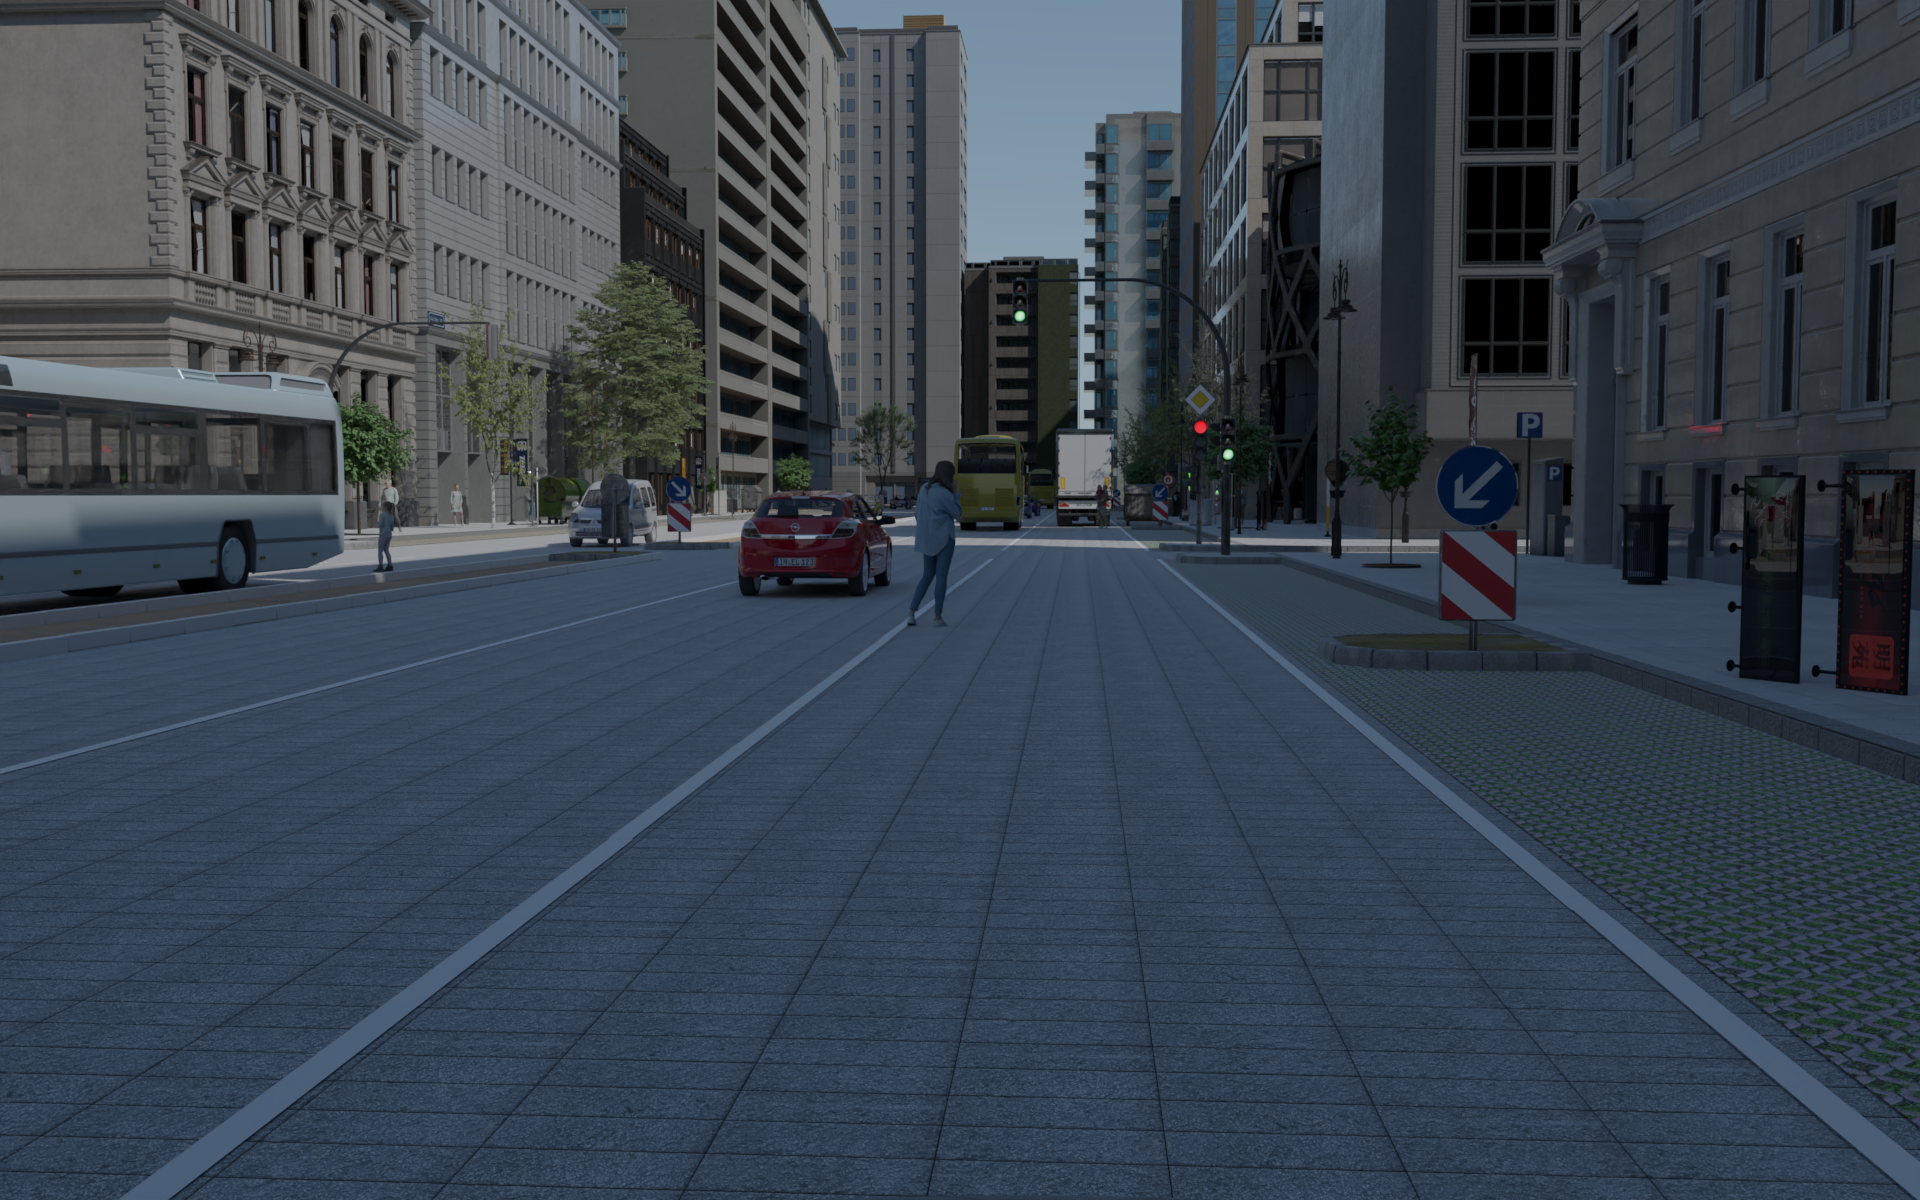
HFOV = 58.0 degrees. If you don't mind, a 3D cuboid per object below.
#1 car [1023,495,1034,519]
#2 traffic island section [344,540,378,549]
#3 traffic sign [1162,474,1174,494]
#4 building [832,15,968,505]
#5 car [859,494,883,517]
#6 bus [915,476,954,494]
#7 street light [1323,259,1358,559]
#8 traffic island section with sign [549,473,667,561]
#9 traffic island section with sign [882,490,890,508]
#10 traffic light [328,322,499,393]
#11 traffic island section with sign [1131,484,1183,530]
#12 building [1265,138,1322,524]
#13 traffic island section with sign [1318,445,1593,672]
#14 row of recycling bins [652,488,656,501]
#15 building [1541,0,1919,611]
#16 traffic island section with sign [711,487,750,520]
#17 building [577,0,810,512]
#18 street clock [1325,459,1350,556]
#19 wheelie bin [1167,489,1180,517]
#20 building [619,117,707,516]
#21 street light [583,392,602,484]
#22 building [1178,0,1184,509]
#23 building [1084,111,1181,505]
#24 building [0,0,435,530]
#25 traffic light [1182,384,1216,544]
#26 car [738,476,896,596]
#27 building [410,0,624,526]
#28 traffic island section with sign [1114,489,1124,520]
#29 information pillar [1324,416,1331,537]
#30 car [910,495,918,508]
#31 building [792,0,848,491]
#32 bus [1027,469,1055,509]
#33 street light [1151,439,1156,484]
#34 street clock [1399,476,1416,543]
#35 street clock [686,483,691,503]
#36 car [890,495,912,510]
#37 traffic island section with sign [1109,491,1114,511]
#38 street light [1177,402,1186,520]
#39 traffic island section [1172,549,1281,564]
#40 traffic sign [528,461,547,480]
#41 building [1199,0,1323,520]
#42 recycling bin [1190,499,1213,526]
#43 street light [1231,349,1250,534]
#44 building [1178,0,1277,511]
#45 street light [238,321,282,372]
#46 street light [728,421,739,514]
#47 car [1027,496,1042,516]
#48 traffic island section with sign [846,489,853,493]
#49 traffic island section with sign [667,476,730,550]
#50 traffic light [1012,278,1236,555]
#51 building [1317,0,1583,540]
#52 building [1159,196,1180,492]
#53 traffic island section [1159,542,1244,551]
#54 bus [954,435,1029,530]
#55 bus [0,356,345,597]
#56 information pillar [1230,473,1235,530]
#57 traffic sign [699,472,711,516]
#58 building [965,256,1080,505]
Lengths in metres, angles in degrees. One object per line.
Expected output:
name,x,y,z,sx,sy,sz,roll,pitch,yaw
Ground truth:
car,3.362,-5.542,102.607,2.014,1.417,4.499,0,4,4
traffic island section,-16.727,-1.456,46.081,2.009,0.180,2.903,0,4,4
traffic sign,12.995,-6.613,108.235,0.768,2.556,0.104,0,4,4
building,-13.299,-41.340,217.904,28.212,58.520,21.231,0,4,4
car,-5.832,-5.957,107.620,2.015,1.641,3.980,0,4,4
bus,-2.118,-10.283,162.986,2.948,3.499,13.247,0,4,5
street light,7.490,-3.760,34.268,0.468,5.910,1.993,0,4,4
traffic island section with sign,-7.678,-1.808,37.696,2.006,1.907,1.989,0,4,4
traffic island section with sign,-7.611,-10.149,174.563,1.989,1.847,2.006,0,4,4
traffic light,-14.594,-4.353,45.837,4.771,5.953,1.251,0,4,4
traffic island section with sign,7.859,-3.708,69.255,1.989,1.847,2.006,0,4,4
building,21.907,-12.775,76.329,16.820,18.784,16.811,0,4,4
traffic island section with sign,4.155,-0.383,14.886,1.989,1.847,2.006,0,4,4
row of recycling bins,-17.758,-5.388,95.205,1.069,1.692,3.534,1,4,15
building,17.012,-14.433,21.892,13.634,28.700,20.117,0,4,4
traffic island section with sign,-12.880,-5.439,97.562,1.989,1.847,2.006,0,4,4
building,-25.654,-32.435,154.014,21.300,48.544,21.600,0,4,4
street clock,7.830,-1.921,35.975,0.471,2.002,0.358,2,4,26
wheelie bin,12.180,-5.545,98.562,0.693,1.594,0.980,-2,4,-23
building,-23.387,-16.917,106.267,12.332,23.373,15.834,0,4,4
street light,-16.577,-6.445,78.162,0.468,5.910,1.993,0,4,4
building,29.331,-37.028,147.411,21.231,58.520,28.212,0,4,4
building,30.735,-36.477,216.006,30.456,49.044,23.786,0,4,4
building,-26.729,-14.057,58.715,11.050,23.489,19.941,0,4,4
traffic light,6.122,-3.394,44.407,0.839,4.253,0.868,0,4,4
car,-2.083,-1.025,25.806,2.155,1.783,4.494,0,4,5
building,-25.532,-18.709,83.389,11.434,29.767,29.804,0,4,4
traffic island section with sign,9.701,-5.353,96.147,1.989,1.847,2.006,0,4,4
information pillar,11.042,-3.704,51.916,0.183,3.616,0.504,1,4,10
car,-4.564,-10.428,183.071,1.945,1.354,3.894,0,4,6
building,-27.128,-36.158,180.426,27.495,52.752,28.713,0,4,4
bus,7.995,-10.933,170.300,2.896,3.916,12.252,0,4,2
street light,13.257,-8.936,118.891,0.468,5.910,1.993,0,4,4
street clock,11.687,-2.497,45.398,0.471,2.002,0.358,1,4,16
street clock,-15.408,-5.703,97.816,0.358,2.002,0.471,2,4,35
car,-5.528,-9.113,161.575,1.945,1.354,3.894,0,4,5
traffic island section with sign,13.160,-8.451,146.801,1.989,1.847,2.006,0,4,4
street light,11.120,-6.986,87.008,0.468,5.910,1.993,0,4,4
traffic island section,5.617,-0.873,36.552,2.009,0.180,2.903,0,4,4
traffic sign,-16.878,-4.244,69.127,0.795,2.593,0.064,0,4,5
building,24.848,-18.157,101.389,19.350,26.468,34.151,0,4,4
recycling bin,9.750,-3.518,70.080,0.722,1.027,0.722,2,4,28
street light,8.953,-5.049,55.342,0.468,5.910,1.993,0,4,4
building,23.613,-29.167,126.987,14.600,45.320,14.200,0,4,4
street light,-18.729,-4.508,46.496,0.468,5.910,1.993,0,4,4
street light,-14.386,-8.382,109.825,0.468,5.910,1.993,0,4,4
car,4.359,-6.172,113.491,1.945,1.354,3.894,0,4,6
traffic island section with sign,-9.456,-8.502,147.640,1.989,1.847,2.006,0,4,4
traffic island section with sign,-7.163,-2.260,45.085,2.006,1.907,1.989,0,4,4
traffic light,3.485,-3.778,36.442,4.771,5.953,1.251,0,4,4
building,27.016,-14.279,52.536,30.058,24.678,14.314,0,4,4
building,27.150,-24.335,169.584,14.160,30.474,14.107,0,4,4
traffic island section,6.161,-1.360,44.518,2.009,0.180,2.903,0,4,4
bus,1.331,-4.890,71.498,2.896,3.916,12.252,0,4,3
bus,-11.606,-1.604,21.083,2.948,3.499,13.247,0,4,5
information pillar,9.546,-3.476,61.327,0.304,2.012,0.304,2,4,27
traffic sign,-14.828,-6.152,100.693,0.768,2.556,0.104,0,4,5
building,7.691,-27.022,213.513,14.107,30.474,14.160,0,4,4
